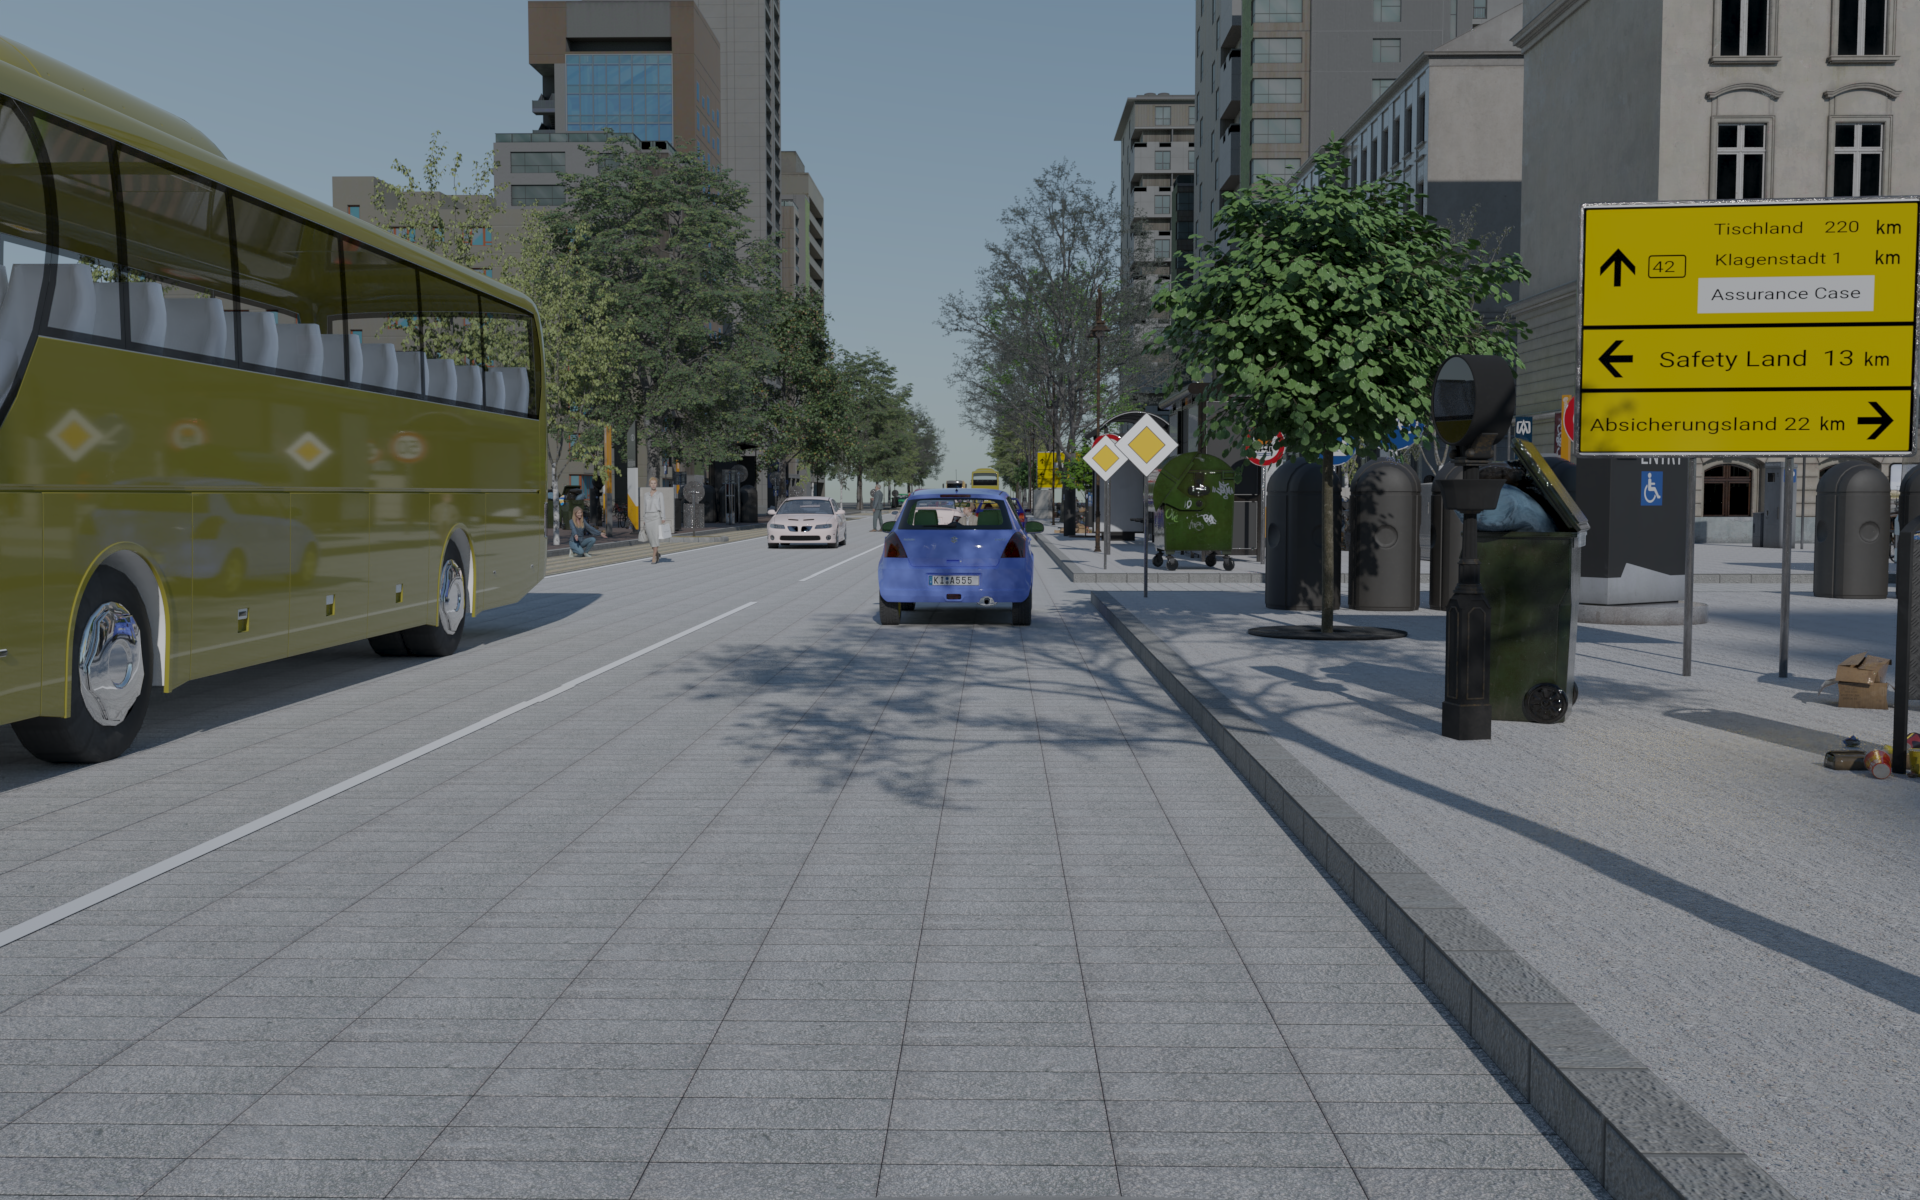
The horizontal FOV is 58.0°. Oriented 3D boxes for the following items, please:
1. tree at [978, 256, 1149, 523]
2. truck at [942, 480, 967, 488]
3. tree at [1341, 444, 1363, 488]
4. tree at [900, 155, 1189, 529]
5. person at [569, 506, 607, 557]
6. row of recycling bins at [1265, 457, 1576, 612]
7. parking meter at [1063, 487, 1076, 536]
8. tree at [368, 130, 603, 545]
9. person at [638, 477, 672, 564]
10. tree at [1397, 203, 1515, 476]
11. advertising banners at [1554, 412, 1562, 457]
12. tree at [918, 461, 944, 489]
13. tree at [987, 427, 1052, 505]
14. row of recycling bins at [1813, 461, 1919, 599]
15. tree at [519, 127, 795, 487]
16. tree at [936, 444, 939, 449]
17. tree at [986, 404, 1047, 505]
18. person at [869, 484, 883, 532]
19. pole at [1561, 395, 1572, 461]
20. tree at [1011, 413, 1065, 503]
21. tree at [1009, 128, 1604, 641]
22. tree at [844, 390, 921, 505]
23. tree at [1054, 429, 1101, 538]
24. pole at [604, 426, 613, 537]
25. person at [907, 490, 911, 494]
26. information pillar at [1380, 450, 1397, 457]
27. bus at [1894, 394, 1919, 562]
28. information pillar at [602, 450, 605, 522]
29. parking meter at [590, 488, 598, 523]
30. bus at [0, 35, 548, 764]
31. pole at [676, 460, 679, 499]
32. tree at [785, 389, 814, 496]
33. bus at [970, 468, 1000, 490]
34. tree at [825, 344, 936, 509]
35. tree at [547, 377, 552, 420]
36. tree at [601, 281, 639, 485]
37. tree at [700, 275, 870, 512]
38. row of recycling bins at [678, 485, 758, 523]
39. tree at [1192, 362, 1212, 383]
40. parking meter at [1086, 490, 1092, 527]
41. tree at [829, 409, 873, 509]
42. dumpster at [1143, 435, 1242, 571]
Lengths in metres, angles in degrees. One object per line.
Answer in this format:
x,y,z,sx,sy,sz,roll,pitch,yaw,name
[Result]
4.567,-9.244,76.895,9.928,11.665,9.643,0,3,0,tree
-0.627,-15.376,247.327,3.469,3.379,9.791,0,4,2,truck
14.174,-6.849,62.344,4.737,8.622,4.395,0,3,0,tree
4.062,-9.389,63.882,12.009,13.543,11.850,0,3,0,tree
-8.468,-1.540,39.172,0.738,1.151,1.012,3,5,44,person
5.200,-0.743,19.260,3.534,1.692,1.069,0,4,3,row of recycling bins
3.333,-2.704,52.625,0.372,1.533,0.369,0,3,0,parking meter
-10.598,-5.252,36.227,4.737,8.622,4.395,0,3,0,tree
-6.254,-1.638,35.630,0.694,1.780,0.624,2,4,31,person
12.297,-5.761,44.562,4.360,8.622,3.978,0,3,0,tree
12.683,-2.542,37.743,0.090,3.025,2.074,-1,4,-8,advertising banners
-6.237,-20.210,264.846,8.767,10.594,7.601,-2,4,-34,tree
7.797,-17.750,207.222,9.611,12.733,9.660,0,3,0,tree
12.317,-0.846,20.949,3.534,1.692,1.069,1,4,20,row of recycling bins
-10.837,-9.472,61.525,9.857,13.997,8.962,0,3,0,tree
-7.196,-20.707,245.211,9.857,13.997,8.962,0,3,0,tree
6.347,-16.729,191.645,7.486,12.596,7.792,0,3,0,tree
-3.196,-3.495,65.816,0.590,1.801,0.661,1,4,18,person
12.487,-2.562,35.739,0.158,3.312,0.155,0,3,0,pole
6.527,-11.781,142.981,4.737,8.622,4.395,0,3,0,tree
3.315,-1.961,15.784,4.285,4.588,4.351,0,3,0,tree
-8.441,-17.033,196.613,7.486,12.596,7.792,0,3,0,tree
3.714,-3.472,51.364,1.663,3.219,1.824,0,3,0,tree
-10.495,-3.538,51.682,0.158,3.312,0.155,0,3,0,pole
-5.126,-10.209,175.423,1.348,1.823,0.705,0,4,0,person
5.506,-1.888,22.229,0.183,3.616,0.504,0,4,-2,information pillar
20.296,-1.881,25.617,13.247,3.499,2.948,0,4,3,bus
-16.276,-5.370,79.152,0.183,3.616,0.504,-1,4,-15,information pillar
-16.151,-4.160,76.430,0.372,1.533,0.369,0,3,0,parking meter
-5.697,-1.278,12.444,2.896,3.916,12.252,0,4,0,bus
-16.774,-6.675,102.972,0.158,3.312,0.155,0,3,0,pole
-9.902,-9.978,113.499,4.737,8.622,4.395,0,3,0,tree
2.367,-10.553,164.087,2.896,3.916,12.252,0,4,1,bus
-8.472,-14.756,147.913,9.857,13.997,8.962,0,3,0,tree
-19.232,-7.565,74.044,4.360,8.622,3.978,0,3,0,tree
-10.129,-5.686,43.334,4.737,8.622,4.395,0,3,0,tree
-9.252,-10.629,90.791,9.611,12.733,9.660,0,3,0,tree
-10.791,-4.292,77.279,3.534,1.692,1.069,-1,4,-13,row of recycling bins
12.097,-7.627,75.064,4.737,8.622,4.395,0,3,0,tree
5.014,-3.574,66.848,0.372,1.533,0.369,0,3,0,parking meter
-8.925,-11.202,133.509,4.360,8.622,3.978,0,3,0,tree
3.963,-1.657,29.589,1.502,2.255,1.985,0,4,1,dumpster
